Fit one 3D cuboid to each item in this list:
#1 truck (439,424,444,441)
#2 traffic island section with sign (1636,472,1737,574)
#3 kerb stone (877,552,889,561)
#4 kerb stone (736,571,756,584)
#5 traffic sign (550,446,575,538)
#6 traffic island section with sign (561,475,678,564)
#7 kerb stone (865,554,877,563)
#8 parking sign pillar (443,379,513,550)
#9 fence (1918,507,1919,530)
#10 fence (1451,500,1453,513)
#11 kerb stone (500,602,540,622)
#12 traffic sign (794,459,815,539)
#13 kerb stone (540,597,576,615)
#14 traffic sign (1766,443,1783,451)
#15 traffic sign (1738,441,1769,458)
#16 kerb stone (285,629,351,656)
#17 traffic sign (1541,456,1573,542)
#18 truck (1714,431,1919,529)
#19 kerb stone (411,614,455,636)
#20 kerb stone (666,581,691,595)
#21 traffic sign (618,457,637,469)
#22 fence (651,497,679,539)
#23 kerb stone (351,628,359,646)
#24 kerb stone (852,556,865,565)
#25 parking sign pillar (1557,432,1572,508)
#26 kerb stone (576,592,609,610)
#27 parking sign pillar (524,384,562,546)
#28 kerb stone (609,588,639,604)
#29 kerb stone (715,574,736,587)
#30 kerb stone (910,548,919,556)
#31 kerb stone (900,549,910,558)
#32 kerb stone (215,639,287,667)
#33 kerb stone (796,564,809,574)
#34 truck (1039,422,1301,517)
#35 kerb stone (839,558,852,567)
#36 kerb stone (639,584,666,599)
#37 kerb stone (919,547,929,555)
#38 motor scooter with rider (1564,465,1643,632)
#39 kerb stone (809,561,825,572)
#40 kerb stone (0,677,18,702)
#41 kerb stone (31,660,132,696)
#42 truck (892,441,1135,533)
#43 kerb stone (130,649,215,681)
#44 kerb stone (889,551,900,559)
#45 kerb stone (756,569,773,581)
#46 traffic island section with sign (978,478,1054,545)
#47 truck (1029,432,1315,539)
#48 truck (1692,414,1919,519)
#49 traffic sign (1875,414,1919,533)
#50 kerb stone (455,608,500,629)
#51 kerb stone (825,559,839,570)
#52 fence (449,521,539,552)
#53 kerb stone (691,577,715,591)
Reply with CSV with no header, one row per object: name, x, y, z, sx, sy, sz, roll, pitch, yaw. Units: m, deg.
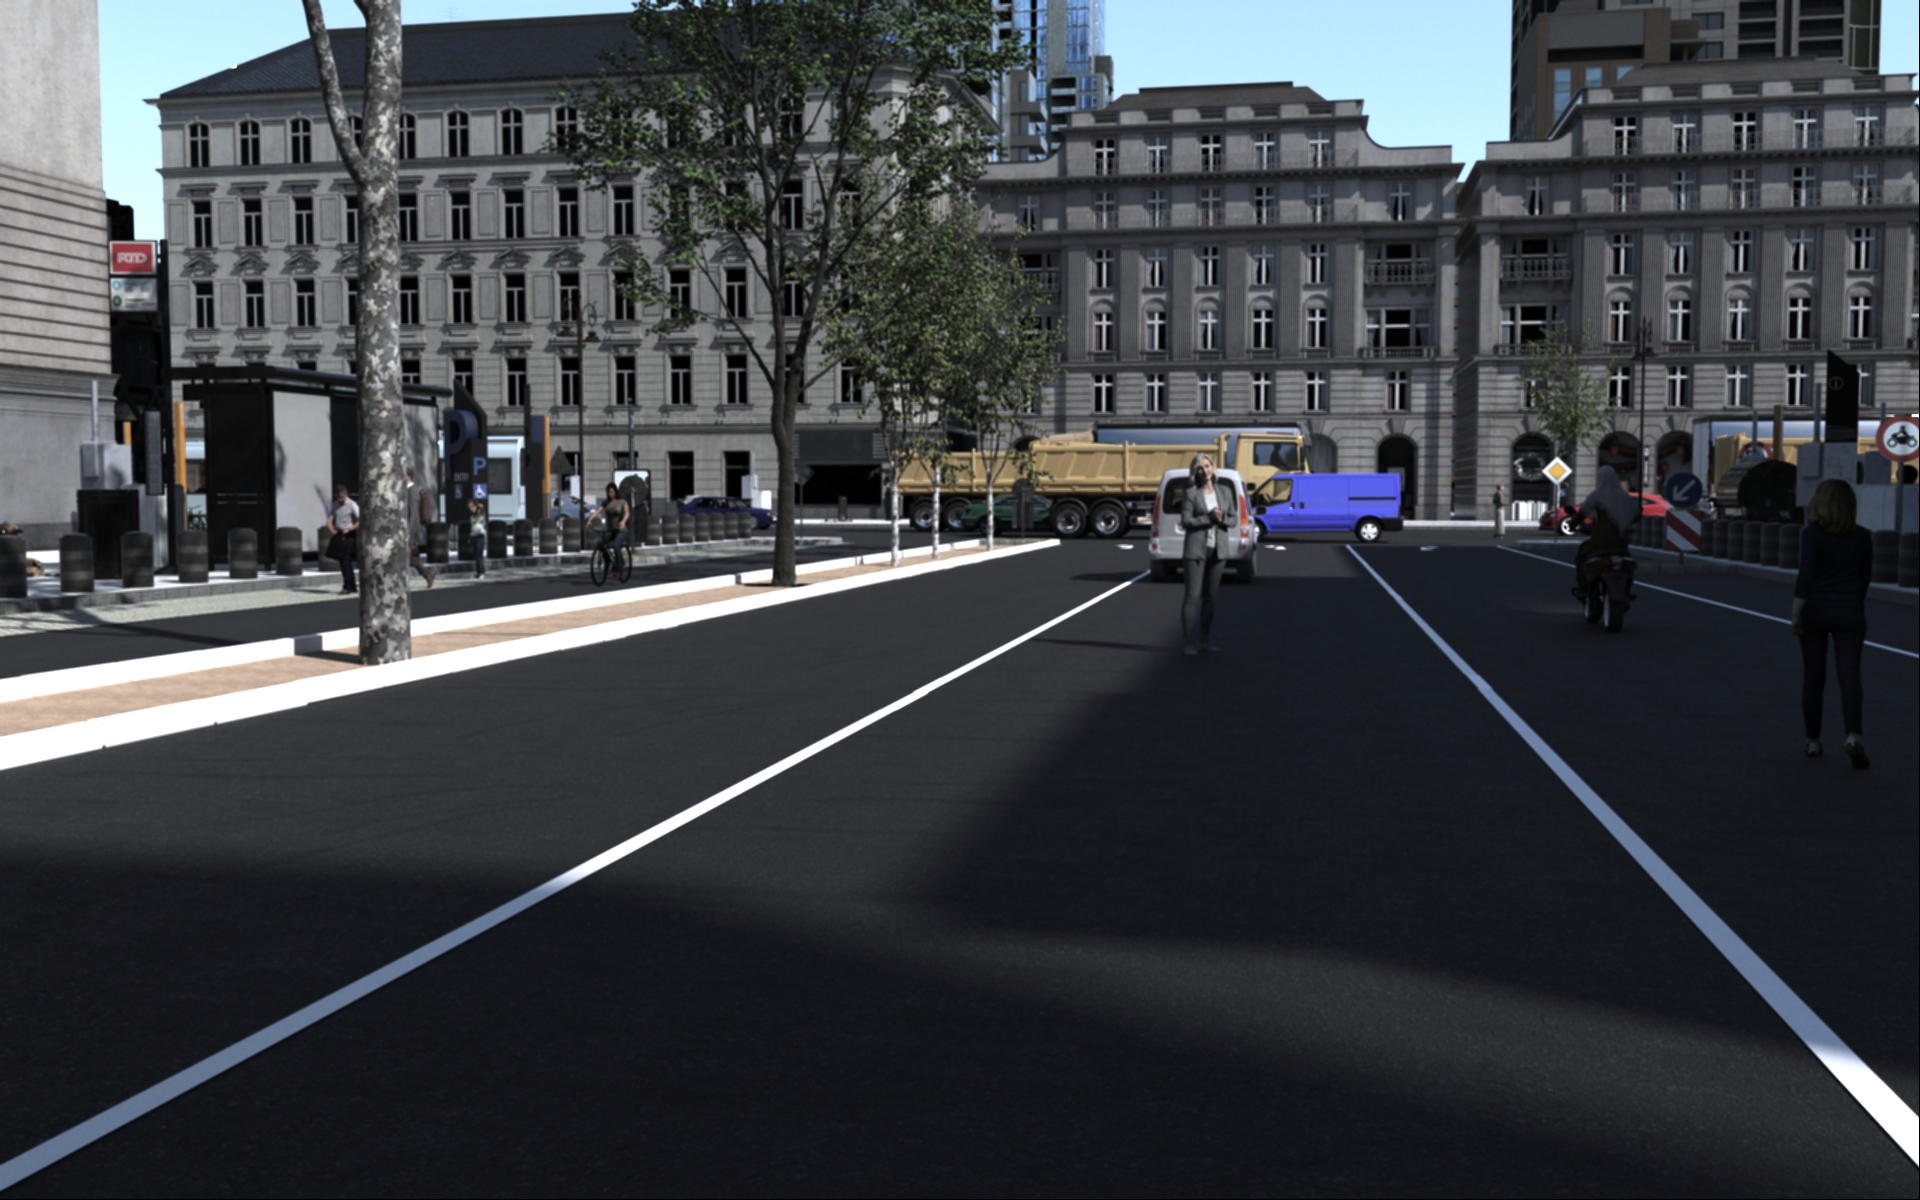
truck,-26.100,-5.058,71.606,11.283,4.237,2.839,1,4,9
traffic island section with sign,13.127,-1.436,32.104,1.989,1.847,2.006,1,4,11
kerb stone,-1.747,-0.900,36.913,0.120,0.150,1.000,1,4,11
kerb stone,-3.524,-0.345,27.830,0.120,0.150,1.000,1,4,11
traffic sign,-10.727,-2.835,46.356,0.884,2.594,0.081,1,4,13
traffic island section with sign,-6.970,-1.672,35.969,1.989,1.847,2.006,1,4,11
kerb stone,-1.943,-0.839,35.905,0.120,0.150,1.000,1,4,11
parking sign pillar,-11.428,-3.155,40.052,1.447,3.967,1.447,-3,5,-44
fence,19.821,-1.524,36.119,2.264,1.192,0.480,-1,4,-22
fence,32.273,-6.390,115.675,2.264,1.192,0.480,-3,4,-38
kerb stone,-5.094,0.149,19.759,0.120,0.150,1.000,1,4,11
traffic sign,-4.565,-2.826,49.848,0.795,2.450,0.064,1,4,11
kerb stone,-4.895,0.087,20.772,0.120,0.150,1.000,1,4,11
traffic sign,20.339,-2.664,43.657,0.768,2.556,0.104,1,4,18
traffic sign,19.238,-2.559,41.951,0.768,2.556,0.104,1,4,19
kerb stone,-5.870,0.396,15.715,0.120,0.150,1.000,1,4,11
traffic sign,15.794,-2.583,45.876,0.795,2.450,0.064,1,4,11
truck,26.313,-3.178,47.882,9.791,3.379,3.469,1,4,12
kerb stone,-5.488,0.273,17.735,0.120,0.150,1.000,1,4,11
kerb stone,-4.117,-0.160,24.803,0.120,0.150,1.000,1,4,11
traffic sign,-9.284,-2.828,48.372,0.606,2.300,0.079,1,4,19
fence,-8.915,-2.378,50.078,2.264,1.192,0.480,2,4,33
kerb stone,-5.686,0.335,16.723,0.120,0.150,1.000,1,4,11
kerb stone,-2.147,-0.777,34.900,0.120,0.150,1.000,1,4,11
parking sign pillar,26.229,-5.305,75.202,1.447,3.967,1.447,2,4,26
kerb stone,-4.702,0.025,21.779,0.120,0.150,1.000,1,4,11
parking sign pillar,-10.611,-3.340,43.079,1.447,3.967,1.447,-1,4,-15
kerb stone,-4.501,-0.036,22.789,0.120,0.150,1.000,1,4,11
kerb stone,-3.718,-0.283,26.823,0.120,0.150,1.000,1,4,11
kerb stone,-1.167,-1.084,39.933,0.120,0.150,1.000,1,4,11
kerb stone,-1.354,-1.019,38.926,0.120,0.150,1.000,1,4,11
kerb stone,-6.084,0.462,14.712,0.120,0.150,1.000,1,4,11
kerb stone,-2.928,-0.527,30.861,0.120,0.150,1.000,1,4,11
truck,7.885,-4.929,69.510,11.283,4.237,2.839,1,4,12
kerb stone,-2.345,-0.715,33.889,0.120,0.150,1.000,1,4,11
kerb stone,-4.305,-0.098,23.796,0.120,0.150,1.000,1,4,11
kerb stone,-0.964,-1.145,40.946,0.120,0.150,1.000,1,4,11
motor scooter with rider,6.947,-0.588,18.572,0.876,1.779,1.986,1,4,12
kerb stone,-2.733,-0.589,31.876,0.120,0.150,1.000,1,4,11
kerb stone,-6.661,0.648,11.672,0.120,0.150,1.000,1,4,11
kerb stone,-6.471,0.582,12.687,0.120,0.150,1.000,1,4,11
truck,2.468,-4.234,65.146,9.791,3.379,3.469,1,4,10
kerb stone,-6.274,0.520,13.699,0.120,0.150,1.000,1,4,11
kerb stone,-1.548,-0.960,37.919,0.120,0.150,1.000,1,4,11
kerb stone,-3.324,-0.406,28.838,0.120,0.150,1.000,1,4,11
traffic island section with sign,1.677,-2.495,48.937,2.006,1.907,1.989,1,4,11
truck,7.208,-3.637,55.389,9.791,3.379,3.469,1,4,11
truck,32.402,-4.471,62.016,11.283,4.237,2.839,1,4,9
traffic sign,15.037,-1.688,27.708,0.768,2.556,0.104,1,4,20
kerb stone,-5.285,0.211,18.746,0.120,0.150,1.000,1,4,11
kerb stone,-2.538,-0.653,32.882,0.120,0.150,1.000,1,4,11
fence,-10.350,-1.417,38.543,2.069,0.683,0.278,1,4,12
kerb stone,-3.909,-0.218,25.813,0.120,0.150,1.000,1,4,11
